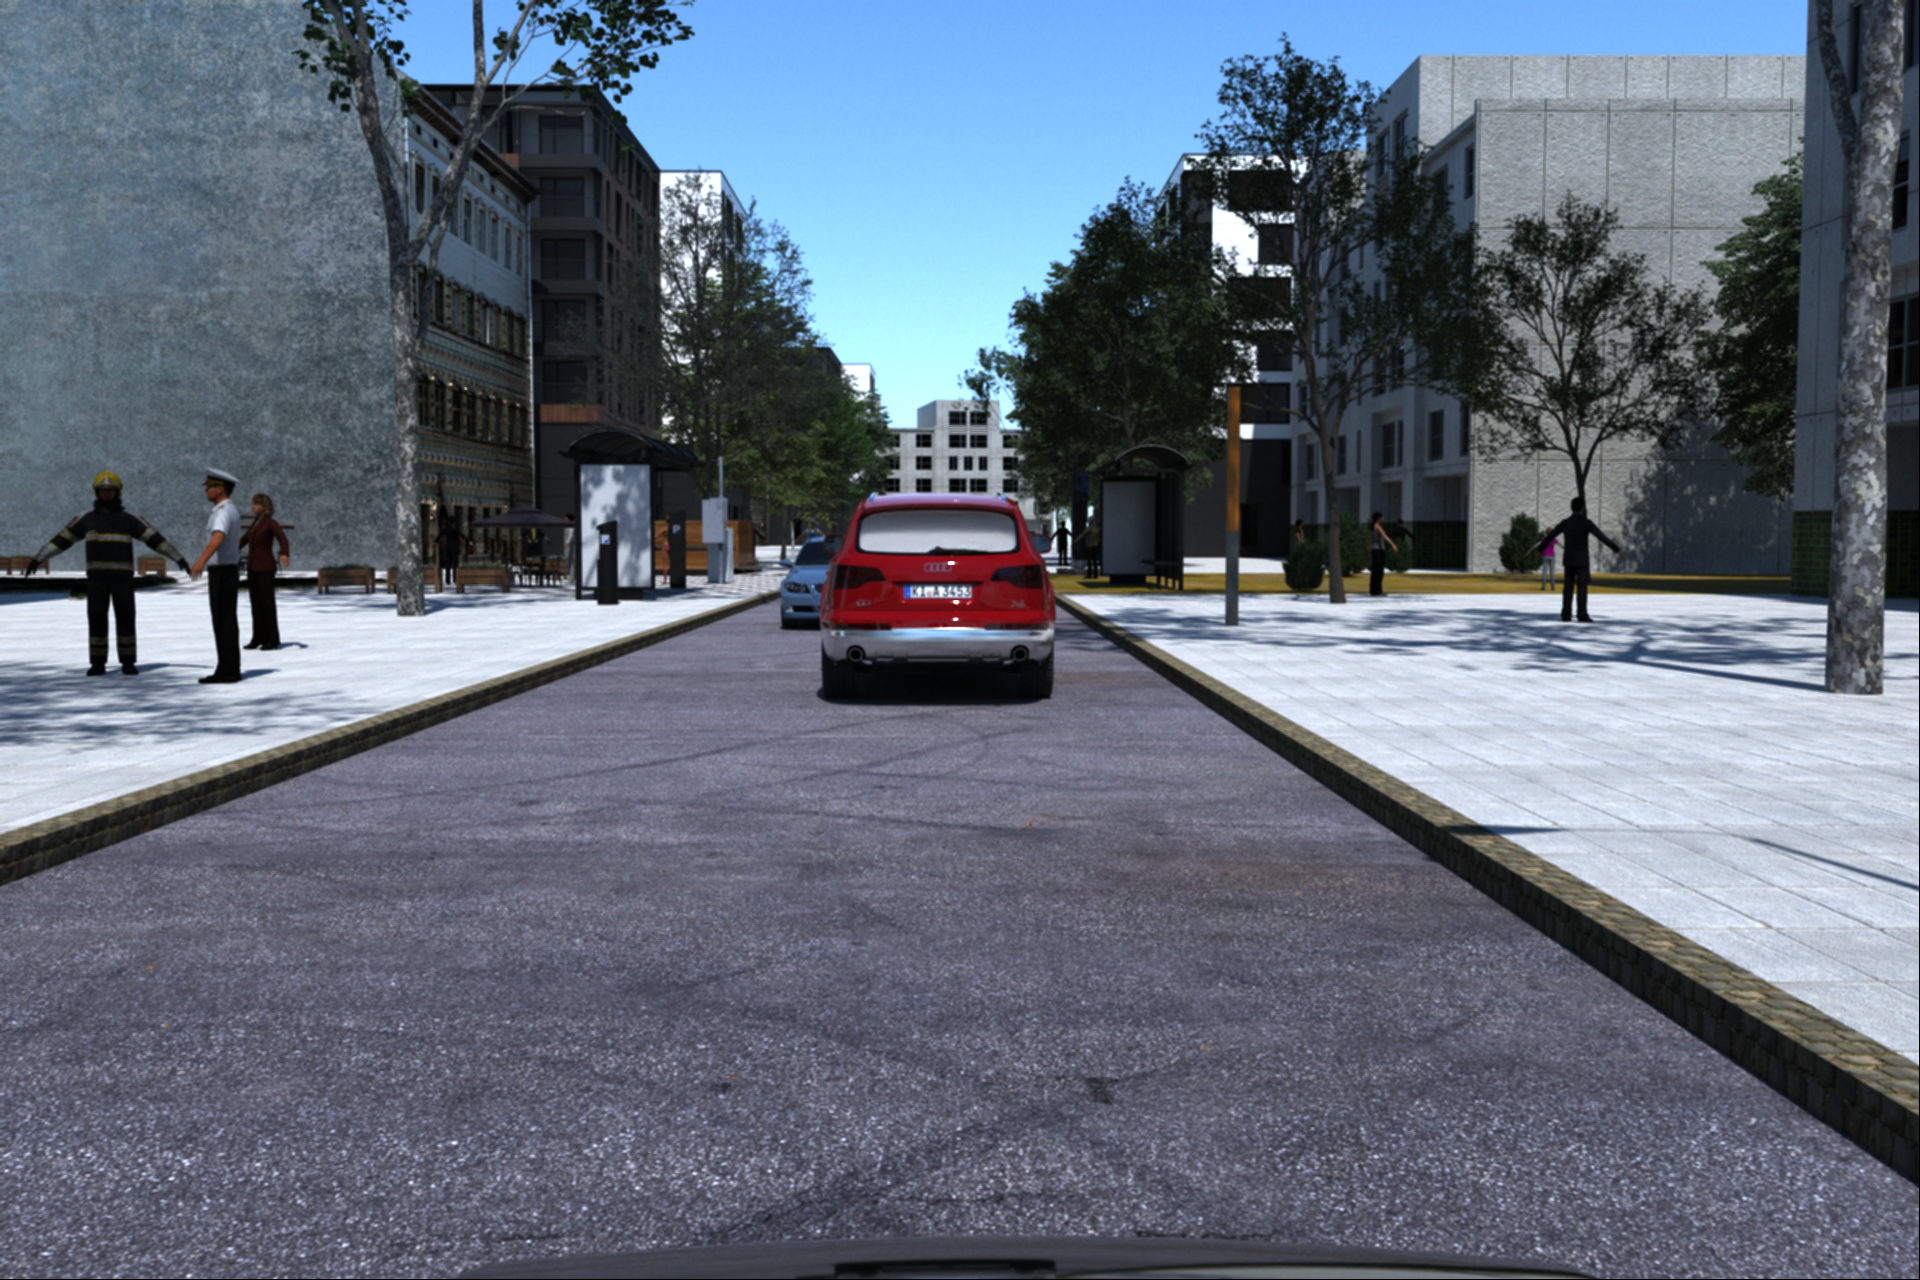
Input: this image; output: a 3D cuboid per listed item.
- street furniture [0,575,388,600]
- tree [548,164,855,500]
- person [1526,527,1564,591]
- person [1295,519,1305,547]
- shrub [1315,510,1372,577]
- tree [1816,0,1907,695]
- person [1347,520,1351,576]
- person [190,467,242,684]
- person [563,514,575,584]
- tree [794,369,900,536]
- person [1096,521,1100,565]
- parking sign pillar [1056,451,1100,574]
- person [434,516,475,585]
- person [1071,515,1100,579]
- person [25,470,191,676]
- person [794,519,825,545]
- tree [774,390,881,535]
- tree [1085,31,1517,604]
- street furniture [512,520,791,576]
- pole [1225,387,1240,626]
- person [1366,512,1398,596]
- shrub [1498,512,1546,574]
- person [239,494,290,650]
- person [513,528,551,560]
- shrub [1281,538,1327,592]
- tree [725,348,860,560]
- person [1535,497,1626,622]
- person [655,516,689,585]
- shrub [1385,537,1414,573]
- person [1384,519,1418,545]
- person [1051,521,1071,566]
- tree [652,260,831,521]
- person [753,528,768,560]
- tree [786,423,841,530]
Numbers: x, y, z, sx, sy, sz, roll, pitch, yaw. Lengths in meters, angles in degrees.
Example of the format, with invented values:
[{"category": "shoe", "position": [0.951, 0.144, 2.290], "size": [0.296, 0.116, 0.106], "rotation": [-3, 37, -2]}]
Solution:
[{"category": "street furniture", "position": [-29.097, -2.224, 41.388], "size": [27.439, 1.986, 14.083], "rotation": [1, 4, 9]}, {"category": "tree", "position": [-8.624, -9.071, 58.677], "size": [12.009, 13.543, 11.850], "rotation": [0, 3, 0]}, {"category": "person", "position": [13.390, -1.844, 39.411], "size": [0.991, 1.433, 0.599], "rotation": [1, 4, 13]}, {"category": "person", "position": [12.272, -3.442, 62.427], "size": [0.704, 1.843, 1.345], "rotation": [1, 4, 15]}, {"category": "shrub", "position": [11.422, -2.874, 51.417], "size": [1.690, 2.028, 1.600], "rotation": [0, 3, 0]}, {"category": "tree", "position": [8.655, -9.609, 12.997], "size": [12.611, 20.169, 13.585], "rotation": [0, 3, 0]}, {"category": "person", "position": [11.968, -2.897, 53.643], "size": [0.705, 1.796, 1.348], "rotation": [0, 4, 6]}, {"category": "person", "position": [-6.409, -0.563, 14.996], "size": [0.704, 1.855, 1.343], "rotation": [-1, 4, -13]}, {"category": "person", "position": [-10.070, -2.349, 44.591], "size": [0.705, 1.806, 1.347], "rotation": [-1, 4, -12]}, {"category": "tree", "position": [-9.207, -13.796, 132.228], "size": [9.857, 13.997, 8.962], "rotation": [0, 3, 0]}, {"category": "person", "position": [5.730, -3.990, 71.212], "size": [0.705, 1.833, 1.349], "rotation": [0, 4, 4]}, {"category": "parking sign pillar", "position": [3.821, -4.105, 55.595], "size": [1.447, 3.967, 1.447], "rotation": [0, 4, 0]}, {"category": "person", "position": [-12.848, -2.277, 43.952], "size": [1.216, 1.740, 0.721], "rotation": [1, 4, 20]}, {"category": "person", "position": [3.765, -2.662, 49.659], "size": [1.348, 1.813, 0.705], "rotation": [-2, 4, -34]}, {"category": "person", "position": [-7.731, -0.611, 15.755], "size": [1.351, 1.858, 0.704], "rotation": [-1, 4, -23]}, {"category": "person", "position": [-5.376, -3.503, 63.135], "size": [1.347, 1.847, 0.705], "rotation": [-1, 4, -10]}, {"category": "tree", "position": [-8.843, -11.720, 117.376], "size": [9.928, 11.665, 9.643], "rotation": [0, 3, 0]}, {"category": "tree", "position": [6.825, -5.970, 32.017], "size": [8.767, 10.594, 7.601], "rotation": [-2, 4, -32]}, {"category": "street furniture", "position": [-10.457, -3.110, 57.700], "size": [11.010, 1.723, 9.812], "rotation": [0, 4, 8]}, {"category": "pole", "position": [3.798, -1.851, 24.112], "size": [0.158, 3.312, 0.155], "rotation": [0, 3, 0]}, {"category": "person", "position": [8.722, -1.778, 35.875], "size": [0.721, 1.737, 1.217], "rotation": [-1, 4, -15]}, {"category": "shrub", "position": [18.190, -3.152, 55.955], "size": [1.690, 2.028, 1.600], "rotation": [0, 3, 0]}, {"category": "person", "position": [-7.782, -0.755, 19.146], "size": [1.215, 1.729, 0.721], "rotation": [2, 4, 35]}, {"category": "person", "position": [-15.624, -3.518, 63.295], "size": [1.354, 1.856, 0.705], "rotation": [-2, 4, -25]}, {"category": "shrub", "position": [7.605, -1.661, 38.266], "size": [1.383, 1.207, 1.383], "rotation": [0, 3, 0]}, {"category": "tree", "position": [-8.480, -9.271, 85.996], "size": [7.601, 10.594, 8.767], "rotation": [-1, 4, -15]}, {"category": "person", "position": [9.005, -1.176, 25.270], "size": [1.345, 1.823, 0.704], "rotation": [3, 5, 42]}, {"category": "person", "position": [-7.429, -2.275, 44.005], "size": [1.217, 1.733, 0.721], "rotation": [-2, 4, -34]}, {"category": "shrub", "position": [14.383, -2.789, 56.723], "size": [1.383, 1.207, 1.383], "rotation": [0, 3, 0]}, {"category": "person", "position": [16.038, -3.502, 63.194], "size": [1.347, 1.837, 0.705], "rotation": [0, 4, 2]}, {"category": "person", "position": [4.137, -3.853, 69.182], "size": [1.347, 1.806, 0.705], "rotation": [2, 4, 32]}, {"category": "tree", "position": [-9.354, -9.419, 72.125], "size": [7.486, 12.596, 7.792], "rotation": [0, 3, 0]}, {"category": "person", "position": [-8.290, -3.825, 68.756], "size": [1.346, 1.802, 0.704], "rotation": [-2, 4, -28]}, {"category": "tree", "position": [-8.748, -9.246, 101.539], "size": [4.737, 8.622, 4.395], "rotation": [0, 3, 0]}]
